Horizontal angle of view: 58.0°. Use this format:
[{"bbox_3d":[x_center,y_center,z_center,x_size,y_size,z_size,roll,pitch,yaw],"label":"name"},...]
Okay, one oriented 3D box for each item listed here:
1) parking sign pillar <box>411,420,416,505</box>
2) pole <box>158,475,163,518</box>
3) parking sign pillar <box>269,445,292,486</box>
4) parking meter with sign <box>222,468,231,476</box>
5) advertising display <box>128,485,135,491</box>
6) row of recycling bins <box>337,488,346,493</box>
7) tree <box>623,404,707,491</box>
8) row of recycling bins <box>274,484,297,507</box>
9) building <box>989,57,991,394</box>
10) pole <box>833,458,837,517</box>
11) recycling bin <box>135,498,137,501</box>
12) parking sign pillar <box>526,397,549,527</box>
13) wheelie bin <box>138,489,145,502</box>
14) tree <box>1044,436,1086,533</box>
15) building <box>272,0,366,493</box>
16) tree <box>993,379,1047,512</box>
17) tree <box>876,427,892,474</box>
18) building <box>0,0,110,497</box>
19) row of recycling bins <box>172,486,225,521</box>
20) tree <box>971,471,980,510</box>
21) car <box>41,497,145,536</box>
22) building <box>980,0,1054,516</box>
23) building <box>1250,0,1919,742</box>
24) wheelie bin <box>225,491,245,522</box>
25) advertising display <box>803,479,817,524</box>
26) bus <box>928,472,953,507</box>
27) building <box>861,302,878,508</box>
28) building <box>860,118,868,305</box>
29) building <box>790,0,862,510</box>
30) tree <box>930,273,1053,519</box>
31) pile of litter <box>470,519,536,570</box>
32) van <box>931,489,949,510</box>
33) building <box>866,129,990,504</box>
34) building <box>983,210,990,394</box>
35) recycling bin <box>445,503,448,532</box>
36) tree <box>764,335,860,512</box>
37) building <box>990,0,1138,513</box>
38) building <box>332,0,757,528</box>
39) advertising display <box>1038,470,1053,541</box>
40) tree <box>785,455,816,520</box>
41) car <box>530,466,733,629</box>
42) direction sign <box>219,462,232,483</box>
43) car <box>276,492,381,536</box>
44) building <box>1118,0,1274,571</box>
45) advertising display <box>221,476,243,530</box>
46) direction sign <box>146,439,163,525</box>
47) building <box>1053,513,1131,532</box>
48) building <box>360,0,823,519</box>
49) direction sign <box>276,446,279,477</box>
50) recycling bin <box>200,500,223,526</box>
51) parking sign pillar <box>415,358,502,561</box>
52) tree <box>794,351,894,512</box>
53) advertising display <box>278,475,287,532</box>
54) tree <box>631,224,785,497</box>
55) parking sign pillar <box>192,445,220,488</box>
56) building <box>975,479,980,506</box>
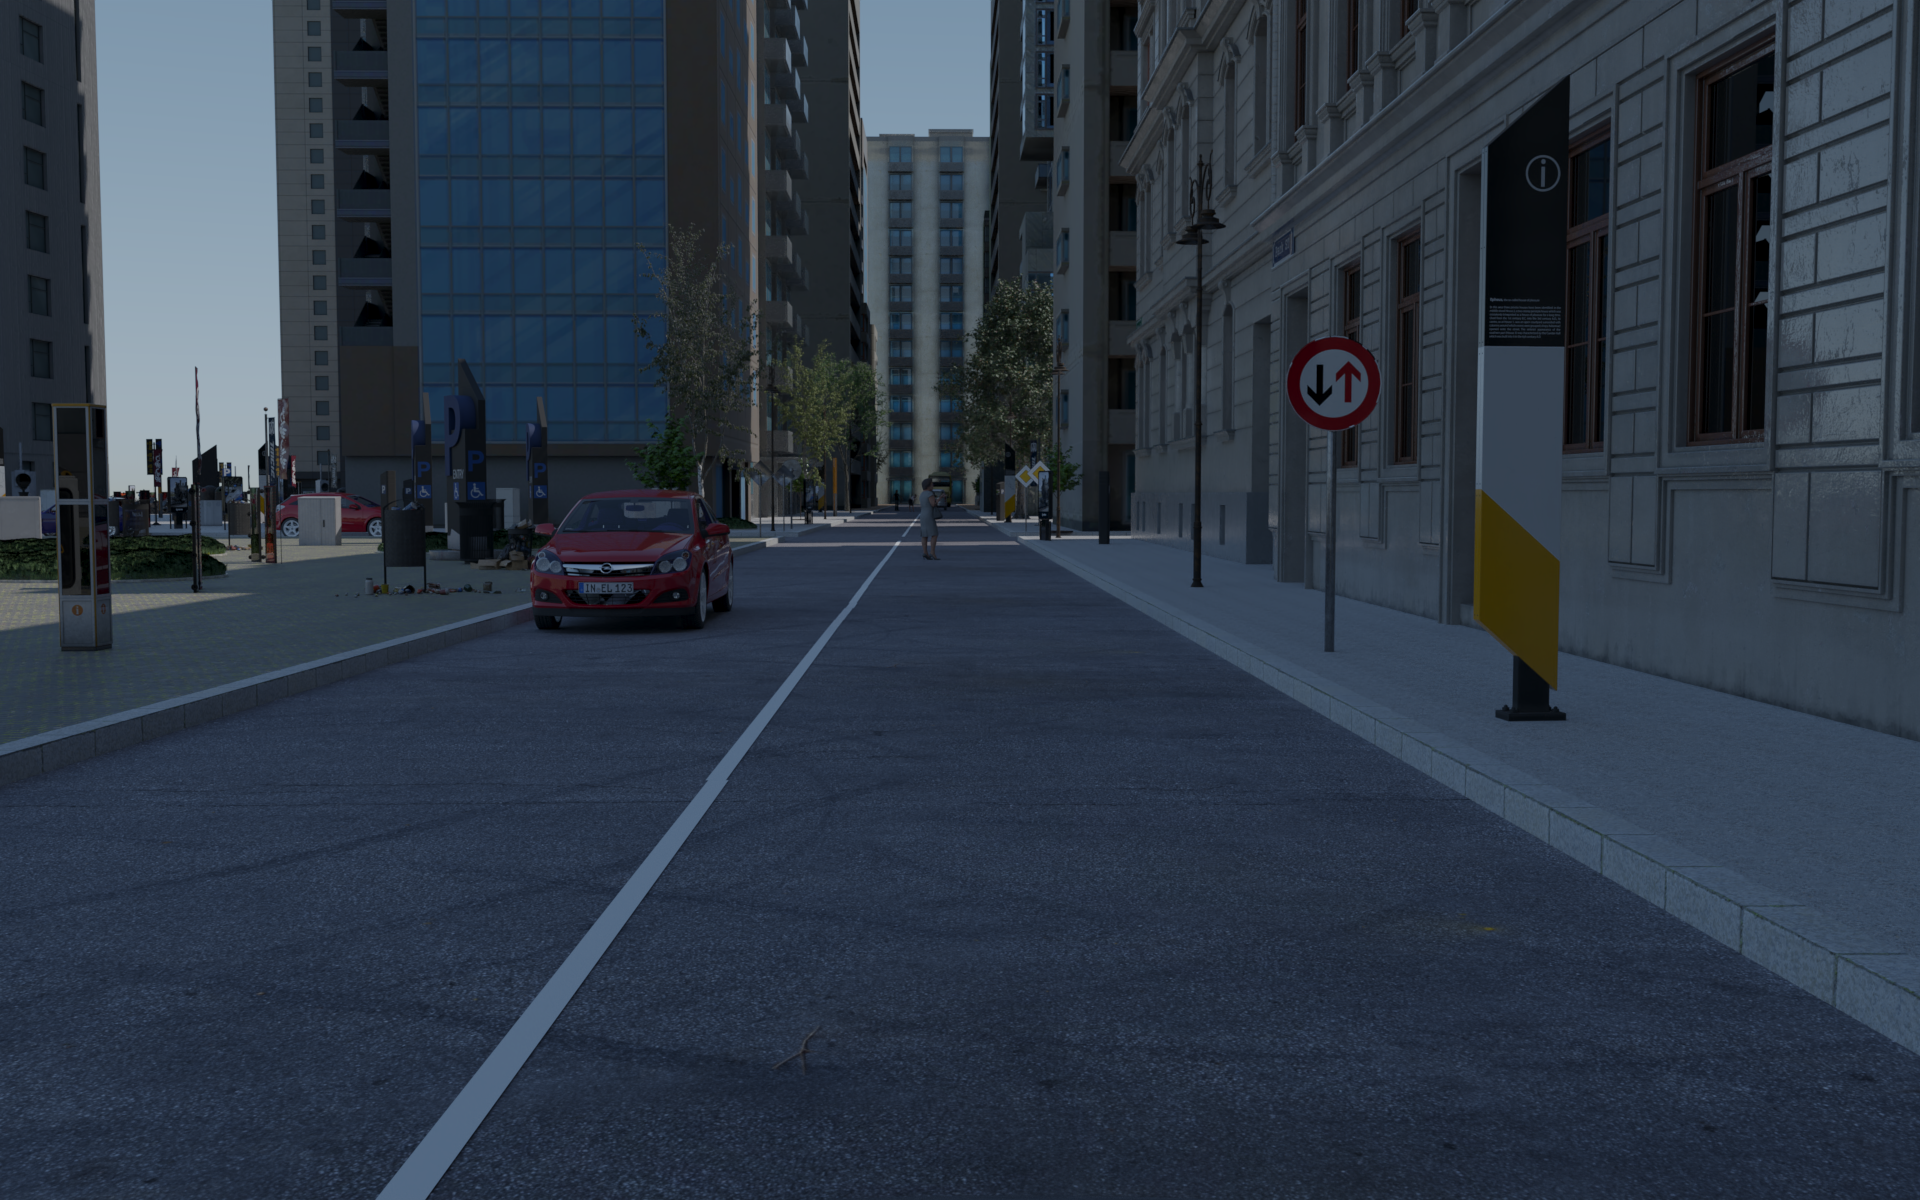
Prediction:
[{"bbox_3d":[-14.082,-3.481,45.388,1.447,3.967,1.447,-1,4,-19],"label":"parking sign pillar"},{"bbox_3d":[-42.988,-6.068,93.047,0.158,3.312,0.155,0,3,0],"label":"pole"},{"bbox_3d":[-34.568,-6.098,88.172,1.447,3.967,1.447,1,4,14],"label":"parking sign pillar"},{"bbox_3d":[-49.161,-7.350,116.434,0.543,3.016,1.738,-2,4,-29],"label":"parking meter with sign"},{"bbox_3d":[-60.396,-7.408,126.328,0.123,1.923,0.974,0,4,-4],"label":"advertising display"},{"bbox_3d":[-39.374,-6.361,111.122,1.069,1.692,3.534,-1,4,-11],"label":"row of recycling bins"},{"bbox_3d":[-6.237,-2.618,37.402,1.663,3.219,1.824,0,3,0],"label":"tree"},{"bbox_3d":[-28.038,-3.957,71.815,1.069,1.692,3.534,-1,4,-17],"label":"row of recycling bins"},{"bbox_3d":[9.745,-29.333,163.196,14.154,41.232,14.086,0,4,-1],"label":"building"},{"bbox_3d":[-7.046,-6.348,97.640,0.158,3.312,0.155,0,3,0],"label":"pole"},{"bbox_3d":[-54.067,-6.123,112.658,0.722,1.027,0.722,2,4,26],"label":"recycling bin"},{"bbox_3d":[-11.556,-3.603,47.388,1.447,3.967,1.447,-1,4,-19],"label":"parking sign pillar"},{"bbox_3d":[-49.781,-5.980,105.679,0.693,1.594,0.980,-2,4,-26],"label":"wheelie bin"},{"bbox_3d":[3.307,-3.877,57.985,1.663,3.219,1.824,0,3,0],"label":"tree"},{"bbox_3d":[-63.682,-46.418,197.183,20.611,71.187,20.563,0,4,-1],"label":"building"},{"bbox_3d":[3.010,-9.087,98.929,4.360,8.622,3.978,0,3,0],"label":"tree"},{"bbox_3d":[-9.396,-14.582,188.781,4.360,8.622,3.978,0,3,0],"label":"tree"},{"bbox_3d":[-43.721,-18.093,67.527,14.107,30.474,14.160,0,4,-1],"label":"building"},{"bbox_3d":[-36.928,-4.728,84.420,3.534,1.692,1.069,1,4,20],"label":"row of recycling bins"},{"bbox_3d":[1.605,-9.073,142.936,1.663,3.219,1.824,0,3,0],"label":"tree"},{"bbox_3d":[-28.509,-2.657,56.016,3.894,1.354,1.945,0,4,-2],"label":"car"},{"bbox_3d":[12.898,-49.038,114.443,22.319,86.520,31.000,0,4,-1],"label":"building"},{"bbox_3d":[9.806,-10.980,15.682,11.583,22.565,21.152,0,4,-1],"label":"building"},{"bbox_3d":[-33.784,-4.431,80.350,0.693,1.594,0.980,0,4,-2],"label":"wheelie bin"},{"bbox_3d":[-6.417,-4.173,73.439,0.123,1.923,0.974,1,4,16],"label":"advertising display"},{"bbox_3d":[-2.216,-12.208,191.143,2.896,3.916,12.252,0,4,0],"label":"bus"},{"bbox_3d":[-22.434,-19.916,170.658,27.650,21.520,28.899,0,4,-1],"label":"building"},{"bbox_3d":[-18.119,-33.765,202.160,14.200,45.320,14.600,0,4,-1],"label":"building"},{"bbox_3d":[-19.384,-31.851,144.470,21.300,48.544,21.600,0,4,-1],"label":"building"},{"bbox_3d":[3.249,-10.575,89.912,9.611,12.733,9.660,0,3,0],"label":"tree"},{"bbox_3d":[-7.688,-0.957,29.607,1.176,0.858,1.719,-2,4,-35],"label":"pile of litter"},{"bbox_3d":[-1.980,-8.935,153.093,2.013,2.044,4.112,0,4,0],"label":"van"},{"bbox_3d":[-1.307,-37.328,229.921,30.456,49.044,23.786,0,4,-1],"label":"building"},{"bbox_3d":[9.286,-24.871,178.347,14.160,30.474,14.107,0,4,-1],"label":"building"},{"bbox_3d":[-14.147,-2.221,48.861,0.722,1.027,0.722,-1,4,-16],"label":"recycling bin"},{"bbox_3d":[-6.944,-7.981,80.846,4.737,8.622,4.395,0,3,0],"label":"tree"},{"bbox_3d":[13.521,-31.897,145.215,21.300,48.544,21.600,0,4,-1],"label":"building"},{"bbox_3d":[-15.891,-25.684,70.040,14.600,45.320,14.200,0,4,-1],"label":"building"},{"bbox_3d":[2.352,-2.600,47.719,0.123,1.923,0.974,-1,4,-15],"label":"advertising display"},{"bbox_3d":[-7.840,-5.537,85.135,1.663,3.219,1.824,0,3,0],"label":"tree"},{"bbox_3d":[-3.642,-0.652,19.697,2.155,1.783,4.494,0,4,-1],"label":"car"},{"bbox_3d":[-52.083,-8.004,122.855,0.876,3.537,0.379,0,4,-4],"label":"direction sign"},{"bbox_3d":[-19.758,-2.860,55.799,4.494,1.783,2.155,0,4,1],"label":"car"},{"bbox_3d":[11.323,-15.346,38.301,14.401,28.519,23.554,0,4,-1],"label":"building"},{"bbox_3d":[-26.027,-3.472,61.982,0.123,1.923,0.974,1,4,17],"label":"advertising display"},{"bbox_3d":[-32.936,-4.824,70.872,0.876,3.537,0.379,2,4,24],"label":"direction sign"},{"bbox_3d":[14.518,-27.200,68.424,21.600,48.544,21.300,0,4,-1],"label":"building"},{"bbox_3d":[-20.489,-29.390,100.136,23.786,49.044,30.456,0,4,-1],"label":"building"},{"bbox_3d":[-31.978,-5.475,81.509,0.379,3.537,0.876,0,4,7],"label":"direction sign"},{"bbox_3d":[-30.239,-3.504,69.847,0.722,1.027,0.722,-3,5,-44],"label":"recycling bin"},{"bbox_3d":[-9.680,-2.780,33.930,1.447,3.967,1.447,-2,4,-32],"label":"parking sign pillar"},{"bbox_3d":[-8.361,-12.260,126.200,9.928,11.665,9.643,0,3,0],"label":"tree"},{"bbox_3d":[-22.997,-3.278,58.813,0.123,1.923,0.974,-2,4,-31],"label":"advertising display"},{"bbox_3d":[-6.987,-5.914,47.062,4.360,8.622,3.978,0,3,0],"label":"tree"},{"bbox_3d":[-41.040,-6.470,94.263,1.447,3.967,1.447,0,4,-5],"label":"parking sign pillar"},{"bbox_3d":[17.958,-30.906,197.189,32.217,40.220,23.993,0,4,-1],"label":"building"}]
